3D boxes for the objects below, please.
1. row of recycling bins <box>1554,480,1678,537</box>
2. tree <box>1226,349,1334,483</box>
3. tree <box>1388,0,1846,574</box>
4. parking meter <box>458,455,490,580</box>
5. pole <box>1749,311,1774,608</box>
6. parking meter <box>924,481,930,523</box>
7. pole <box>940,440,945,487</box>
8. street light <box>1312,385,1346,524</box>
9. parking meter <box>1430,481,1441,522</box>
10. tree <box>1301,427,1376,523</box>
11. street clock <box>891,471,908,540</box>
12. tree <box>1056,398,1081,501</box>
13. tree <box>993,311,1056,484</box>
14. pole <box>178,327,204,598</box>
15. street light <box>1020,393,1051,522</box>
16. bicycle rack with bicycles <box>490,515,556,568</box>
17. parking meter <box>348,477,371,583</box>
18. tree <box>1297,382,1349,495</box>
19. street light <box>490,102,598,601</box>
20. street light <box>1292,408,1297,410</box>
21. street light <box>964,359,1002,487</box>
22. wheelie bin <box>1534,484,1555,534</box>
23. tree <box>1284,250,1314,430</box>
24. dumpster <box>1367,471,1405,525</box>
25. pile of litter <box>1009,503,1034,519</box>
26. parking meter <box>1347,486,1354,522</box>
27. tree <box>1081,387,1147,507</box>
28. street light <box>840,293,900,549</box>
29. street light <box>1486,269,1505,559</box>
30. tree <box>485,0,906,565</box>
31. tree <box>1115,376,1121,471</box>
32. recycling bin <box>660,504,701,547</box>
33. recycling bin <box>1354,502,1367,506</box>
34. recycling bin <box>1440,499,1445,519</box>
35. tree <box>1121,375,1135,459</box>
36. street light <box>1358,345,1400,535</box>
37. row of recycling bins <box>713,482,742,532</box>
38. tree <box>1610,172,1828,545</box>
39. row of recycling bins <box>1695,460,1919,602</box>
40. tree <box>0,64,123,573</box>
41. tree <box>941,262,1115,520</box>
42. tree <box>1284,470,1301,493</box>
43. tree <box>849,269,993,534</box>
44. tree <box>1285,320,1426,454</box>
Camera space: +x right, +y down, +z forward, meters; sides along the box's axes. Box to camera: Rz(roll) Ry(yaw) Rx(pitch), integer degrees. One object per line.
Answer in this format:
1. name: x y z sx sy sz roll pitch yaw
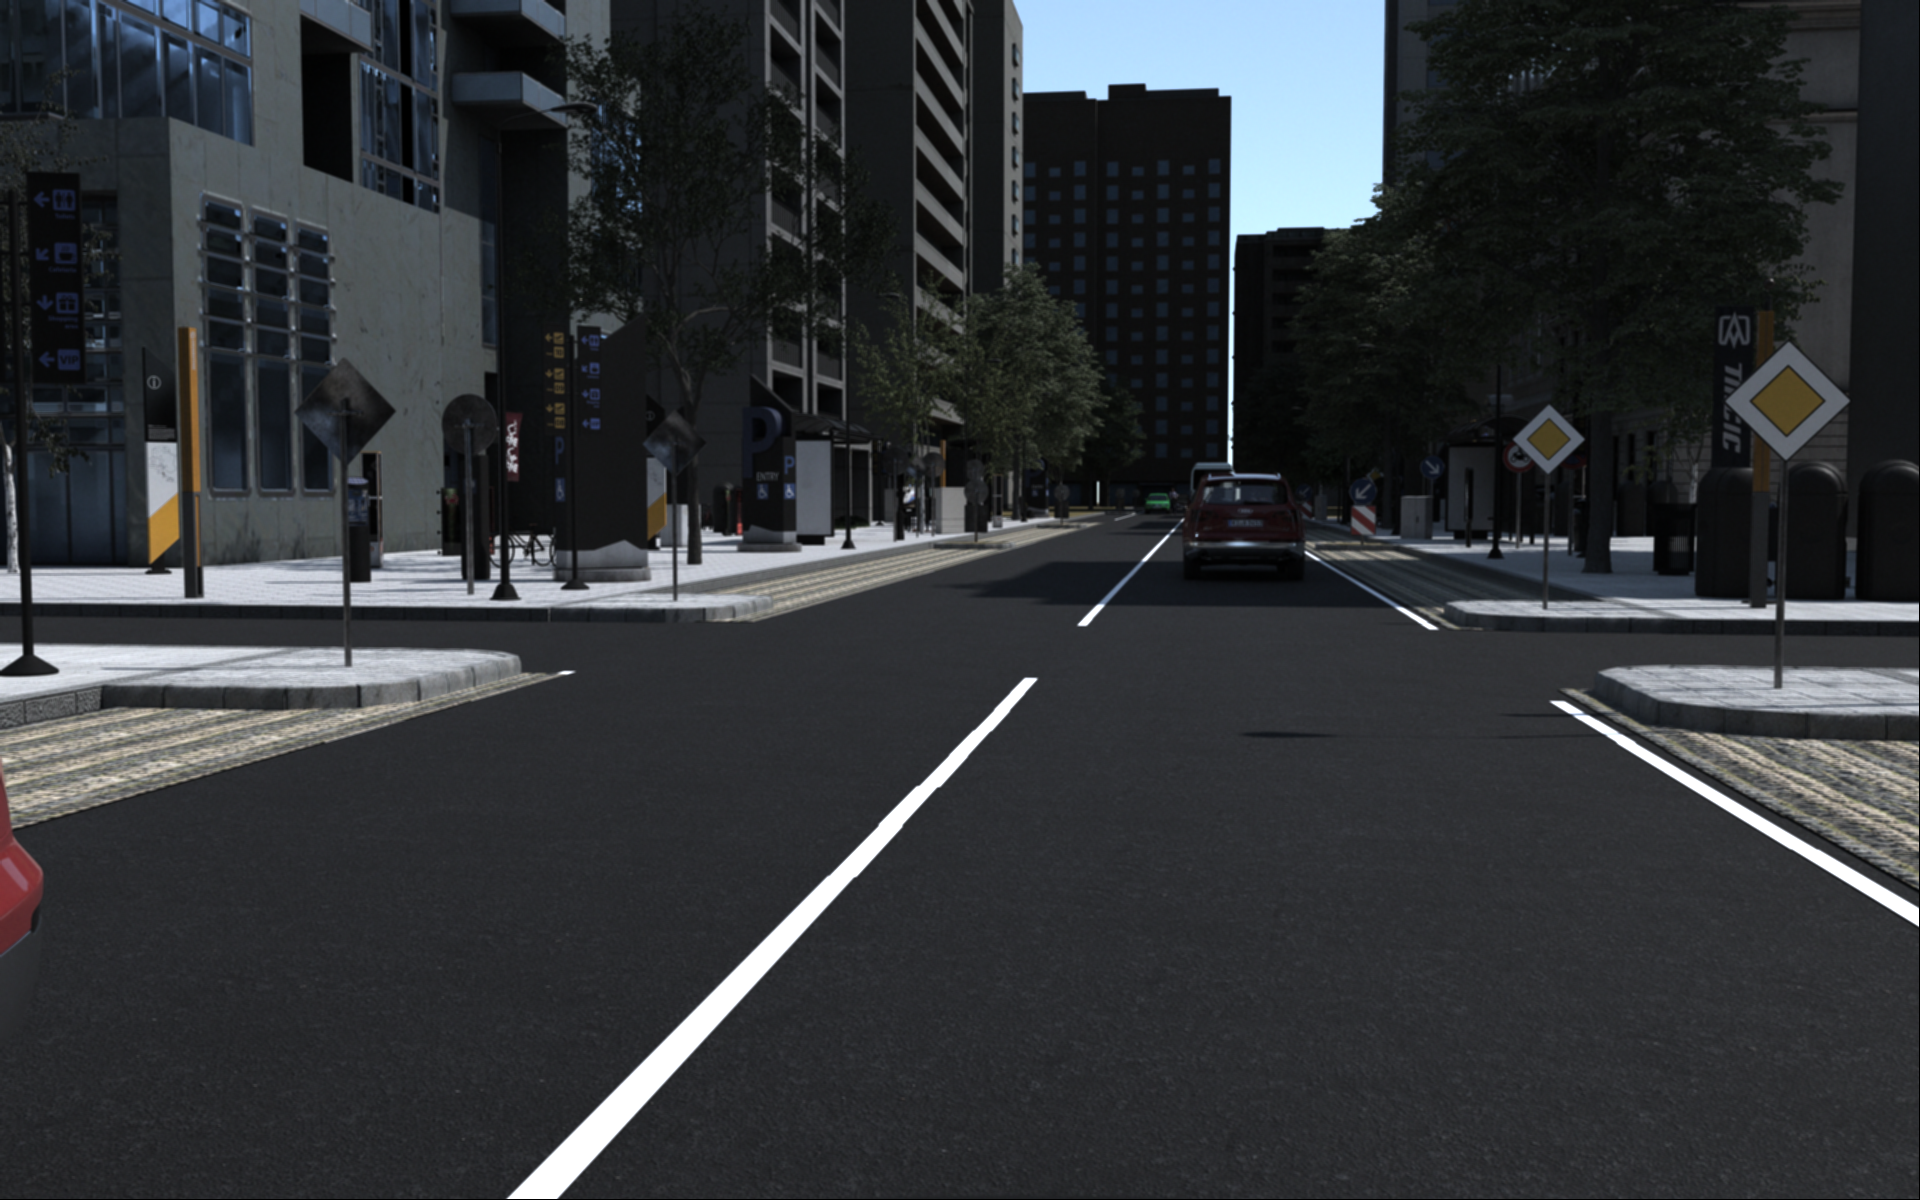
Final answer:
1. row of recycling bins: 19.872 -2.774 52.472 3.534 1.692 1.069 0 4 7
2. tree: 28.476 -15.081 153.231 9.857 13.997 8.962 0 3 0
3. tree: 10.319 -6.736 28.257 7.486 12.596 7.792 0 3 0
4. parking meter: -7.288 -1.240 25.990 0.399 1.863 0.255 1 4 18
5. pole: 8.998 -1.566 19.440 0.158 3.312 0.155 0 3 0
6. parking meter: -1.517 -4.339 76.647 0.255 1.863 0.399 1 4 19
7. pole: -0.653 -4.377 65.414 0.158 3.312 0.155 0 3 0
8. street light: 15.749 -6.172 73.449 1.470 5.913 1.316 0 4 8
9. parking meter: 21.794 -4.507 79.401 0.399 1.863 0.255 -1 4 -22
10. tree: 16.752 -5.695 76.830 4.285 4.588 4.351 0 3 0
11. street clock: -1.685 -2.673 48.278 0.358 2.002 0.471 3 5 42
12. tree: 6.210 -9.775 110.187 4.737 8.622 4.395 0 3 0
13. tree: 1.084 -7.240 68.741 4.737 8.622 4.395 0 3 0
14. pole: -9.460 -1.679 21.297 0.158 3.312 0.155 0 3 0
15. street light: 3.491 -6.546 79.561 1.470 5.913 1.316 0 4 8
16. bicycle rack with bicycles: -7.045 -1.032 30.256 2.852 0.926 2.925 1 4 23
17. parking meter: -8.784 -1.027 25.205 0.372 1.533 0.369 0 3 0
18. tree: 22.248 -9.516 105.944 4.360 8.622 3.978 0 3 0
19. street light: -4.982 -2.949 20.754 1.470 5.913 1.316 0 4 8
20. street light: 18.484 -7.369 93.017 1.470 5.913 1.316 0 4 8
21. street light: 0.733 -5.340 59.855 1.470 5.913 1.316 0 4 8
22. wheelie bin: 18.676 -2.904 55.389 0.980 1.594 0.693 1 4 23
23. tree: 15.530 -8.855 62.908 7.486 12.596 7.792 0 3 0
24. dumpster: 17.091 -4.119 69.836 1.502 2.255 1.985 0 4 8
25. pile of litter: 3.210 -4.729 91.290 1.719 0.858 1.176 -1 4 -12
26. parking meter: 18.003 -4.547 80.057 0.399 1.863 0.255 0 4 5
27. tree: 14.115 -14.726 166.523 9.928 11.665 9.643 0 3 0
28. street light: -2.079 -4.144 40.298 1.470 5.913 1.316 0 4 8
29. street light: 10.111 -3.780 34.336 1.470 5.913 1.316 0 4 8
30. tree: -4.713 -5.944 31.590 8.767 10.594 7.601 1 4 17
31. tree: 4.951 -11.072 99.159 7.486 12.596 7.792 0 3 0
32. recycling bin: -6.784 -1.802 42.022 0.722 1.027 0.722 2 4 35
33. recycling bin: 18.955 -4.268 82.333 0.722 1.027 0.722 -1 4 -15
34. recycling bin: 24.871 -4.624 88.161 0.722 1.027 0.722 -1 4 -16
35. tree: 10.346 -13.443 137.914 7.486 12.596 7.792 0 3 0
36. street light: 13.054 -4.975 53.875 1.470 5.913 1.316 0 4 8
37. row of recycling bins: -6.726 -3.082 57.500 3.534 1.692 1.069 2 4 29
38. tree: 17.270 -5.424 39.042 4.737 8.622 4.395 0 3 0
39. row of recycling bins: 10.914 -0.858 21.135 3.534 1.692 1.069 1 4 18
40. tree: -15.383 -4.726 27.629 4.360 8.622 3.978 0 3 0
41. tree: 2.755 -10.180 84.572 7.486 12.596 7.792 0 3 0
42. tree: 26.484 -8.789 138.298 1.663 3.219 1.824 0 3 0
43. tree: -1.458 -6.460 55.976 4.737 8.622 4.395 0 3 0
44. tree: 19.363 -9.185 84.594 7.601 10.594 8.767 1 4 16
